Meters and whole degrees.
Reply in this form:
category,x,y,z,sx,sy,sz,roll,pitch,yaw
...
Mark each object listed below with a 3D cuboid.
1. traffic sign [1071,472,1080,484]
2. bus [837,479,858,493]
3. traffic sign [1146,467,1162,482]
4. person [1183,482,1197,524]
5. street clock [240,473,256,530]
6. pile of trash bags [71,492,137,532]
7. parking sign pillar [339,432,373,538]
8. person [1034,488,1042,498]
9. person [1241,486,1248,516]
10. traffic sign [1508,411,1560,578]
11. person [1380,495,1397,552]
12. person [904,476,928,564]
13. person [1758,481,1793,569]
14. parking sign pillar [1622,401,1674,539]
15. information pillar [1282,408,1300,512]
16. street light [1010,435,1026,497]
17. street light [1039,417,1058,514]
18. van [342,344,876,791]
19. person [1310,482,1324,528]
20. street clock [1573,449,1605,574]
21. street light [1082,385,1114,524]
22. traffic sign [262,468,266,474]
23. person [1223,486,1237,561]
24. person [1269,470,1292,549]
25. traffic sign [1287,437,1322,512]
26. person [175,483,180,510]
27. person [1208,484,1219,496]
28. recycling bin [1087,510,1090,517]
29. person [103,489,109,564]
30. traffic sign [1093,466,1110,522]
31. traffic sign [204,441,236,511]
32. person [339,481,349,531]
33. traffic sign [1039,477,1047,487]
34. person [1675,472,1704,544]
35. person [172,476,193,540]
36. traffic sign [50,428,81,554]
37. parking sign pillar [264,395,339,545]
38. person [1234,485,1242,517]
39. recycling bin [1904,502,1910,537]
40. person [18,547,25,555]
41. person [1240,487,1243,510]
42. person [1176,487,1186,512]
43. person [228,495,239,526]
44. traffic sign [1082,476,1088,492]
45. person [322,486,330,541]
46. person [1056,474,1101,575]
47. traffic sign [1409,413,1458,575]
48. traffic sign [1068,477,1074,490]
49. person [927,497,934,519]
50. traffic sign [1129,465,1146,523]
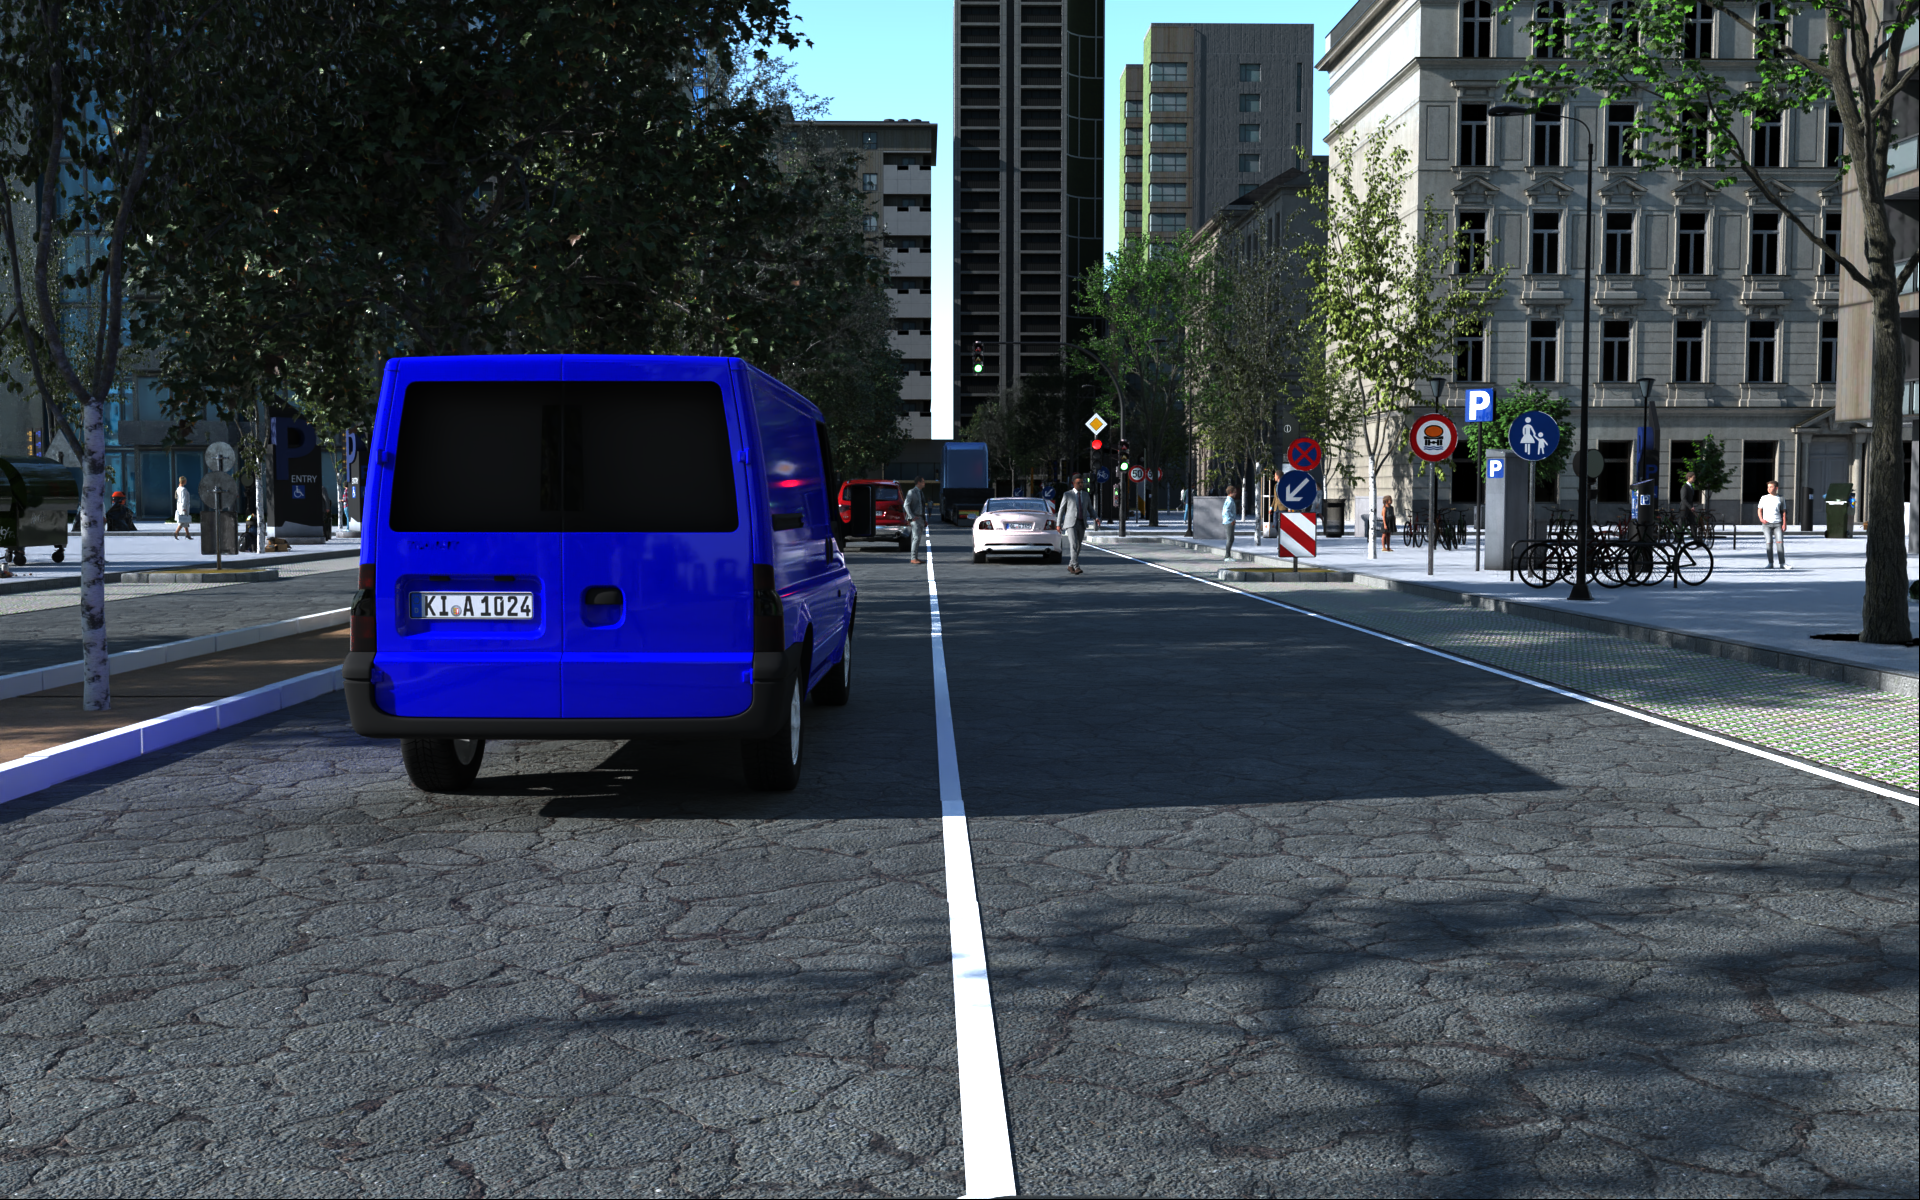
category,x,y,z,sx,sy,sz,roll,pitch,yaw
traffic sign,6.854,-6.246,102.225,0.768,2.556,0.104,0,4,8
bus,-13.279,-12.648,201.650,2.948,3.499,13.247,0,4,0
traffic sign,8.687,-4.747,77.713,0.768,2.556,0.104,0,4,7
person,9.730,-4.082,73.135,0.623,1.781,0.721,1,4,12
street clock,-24.272,-3.337,59.126,0.471,2.002,0.358,0,4,4
pile of trash bags,-29.774,-3.108,60.575,1.912,1.369,3.447,-1,4,-13
parking sign pillar,-17.737,-3.838,51.228,1.447,3.967,1.447,-2,4,-34
person,7.536,-9.513,161.561,1.348,1.826,0.705,2,4,29
person,16.550,-5.725,100.213,0.524,1.755,0.480,3,5,41
traffic sign,8.766,-1.616,26.535,0.768,2.556,0.104,0,4,5
person,9.579,-1.708,38.642,0.362,1.253,0.373,-2,4,-28
person,-0.893,-1.660,35.744,0.391,1.810,0.635,1,4,17
person,14.003,-1.290,29.735,0.503,1.515,0.523,0,4,-6
parking sign pillar,19.764,-3.746,49.721,1.447,3.967,1.447,1,4,14
information pillar,8.996,-3.413,47.152,0.504,3.616,0.183,2,4,35
street light,4.589,-9.932,134.922,1.470,5.913,1.316,0,4,-1
street light,5.291,-8.042,104.030,1.470,5.913,1.316,0,4,-1
van,-1.698,-0.344,10.016,2.240,2.365,5.245,0,4,0
person,13.423,-3.558,64.959,0.466,1.731,0.760,3,4,37
street clock,10.094,-1.424,27.854,0.471,2.002,0.358,-2,4,-25
street light,5.881,-6.194,73.816,1.470,5.913,1.316,0,4,-1
traffic sign,-18.586,-2.889,47.233,0.884,2.594,0.081,0,4,2
person,5.717,-1.610,36.641,0.330,1.601,0.589,1,4,16
person,7.481,-2.104,40.359,0.656,1.842,0.836,2,4,29
traffic sign,7.694,-2.365,38.775,0.768,2.556,0.104,0,4,4
person,-30.979,-3.818,69.012,0.362,1.759,0.519,2,4,31
person,13.968,-5.506,95.846,0.659,1.850,0.755,3,5,44
recycling bin,7.327,-5.188,97.386,0.722,1.027,0.722,0,4,5
person,-15.878,-1.424,31.923,0.503,1.515,0.523,2,4,33
traffic sign,6.396,-4.791,78.445,0.768,2.556,0.104,0,4,7
traffic sign,-17.881,-2.554,41.856,0.768,2.556,0.104,0,4,4
person,-20.788,-3.189,59.026,0.643,1.720,0.563,1,4,10
traffic sign,6.604,-8.269,135.209,0.884,2.594,0.081,0,4,6
person,18.905,-2.388,44.856,0.755,1.850,0.659,3,5,41
person,-21.854,-2.584,48.638,0.624,1.780,0.694,-2,4,-34
traffic sign,-17.822,-2.098,34.311,0.884,2.594,0.081,0,4,2
parking sign pillar,-17.017,-3.411,44.248,1.447,3.967,1.447,3,5,42
person,15.830,-5.668,98.693,0.573,1.828,0.580,2,4,26
recycling bin,28.555,-2.439,52.424,0.722,1.027,0.722,-3,4,-37
person,-19.818,-1.854,36.464,0.694,1.812,0.767,0,4,-7
person,16.972,-5.929,103.737,0.466,1.731,0.760,0,4,-6
person,16.239,-7.380,126.555,0.795,1.843,0.661,0,4,-4
person,-29.332,-3.920,69.936,0.447,1.846,0.655,0,4,1
traffic sign,8.377,-7.057,115.482,0.768,2.556,0.104,1,4,8
person,-17.398,-2.470,46.819,0.661,1.777,0.834,1,4,22
person,2.085,-1.356,30.943,0.678,1.792,0.850,-1,4,-22
traffic sign,7.456,-1.667,27.364,0.768,2.556,0.104,0,4,0
traffic sign,6.673,-6.135,102.435,0.606,2.300,0.079,0,4,-1
person,-1.703,-5.270,99.356,0.332,1.250,0.352,3,5,41
traffic sign,7.793,-4.655,76.213,0.768,2.556,0.104,0,4,4
